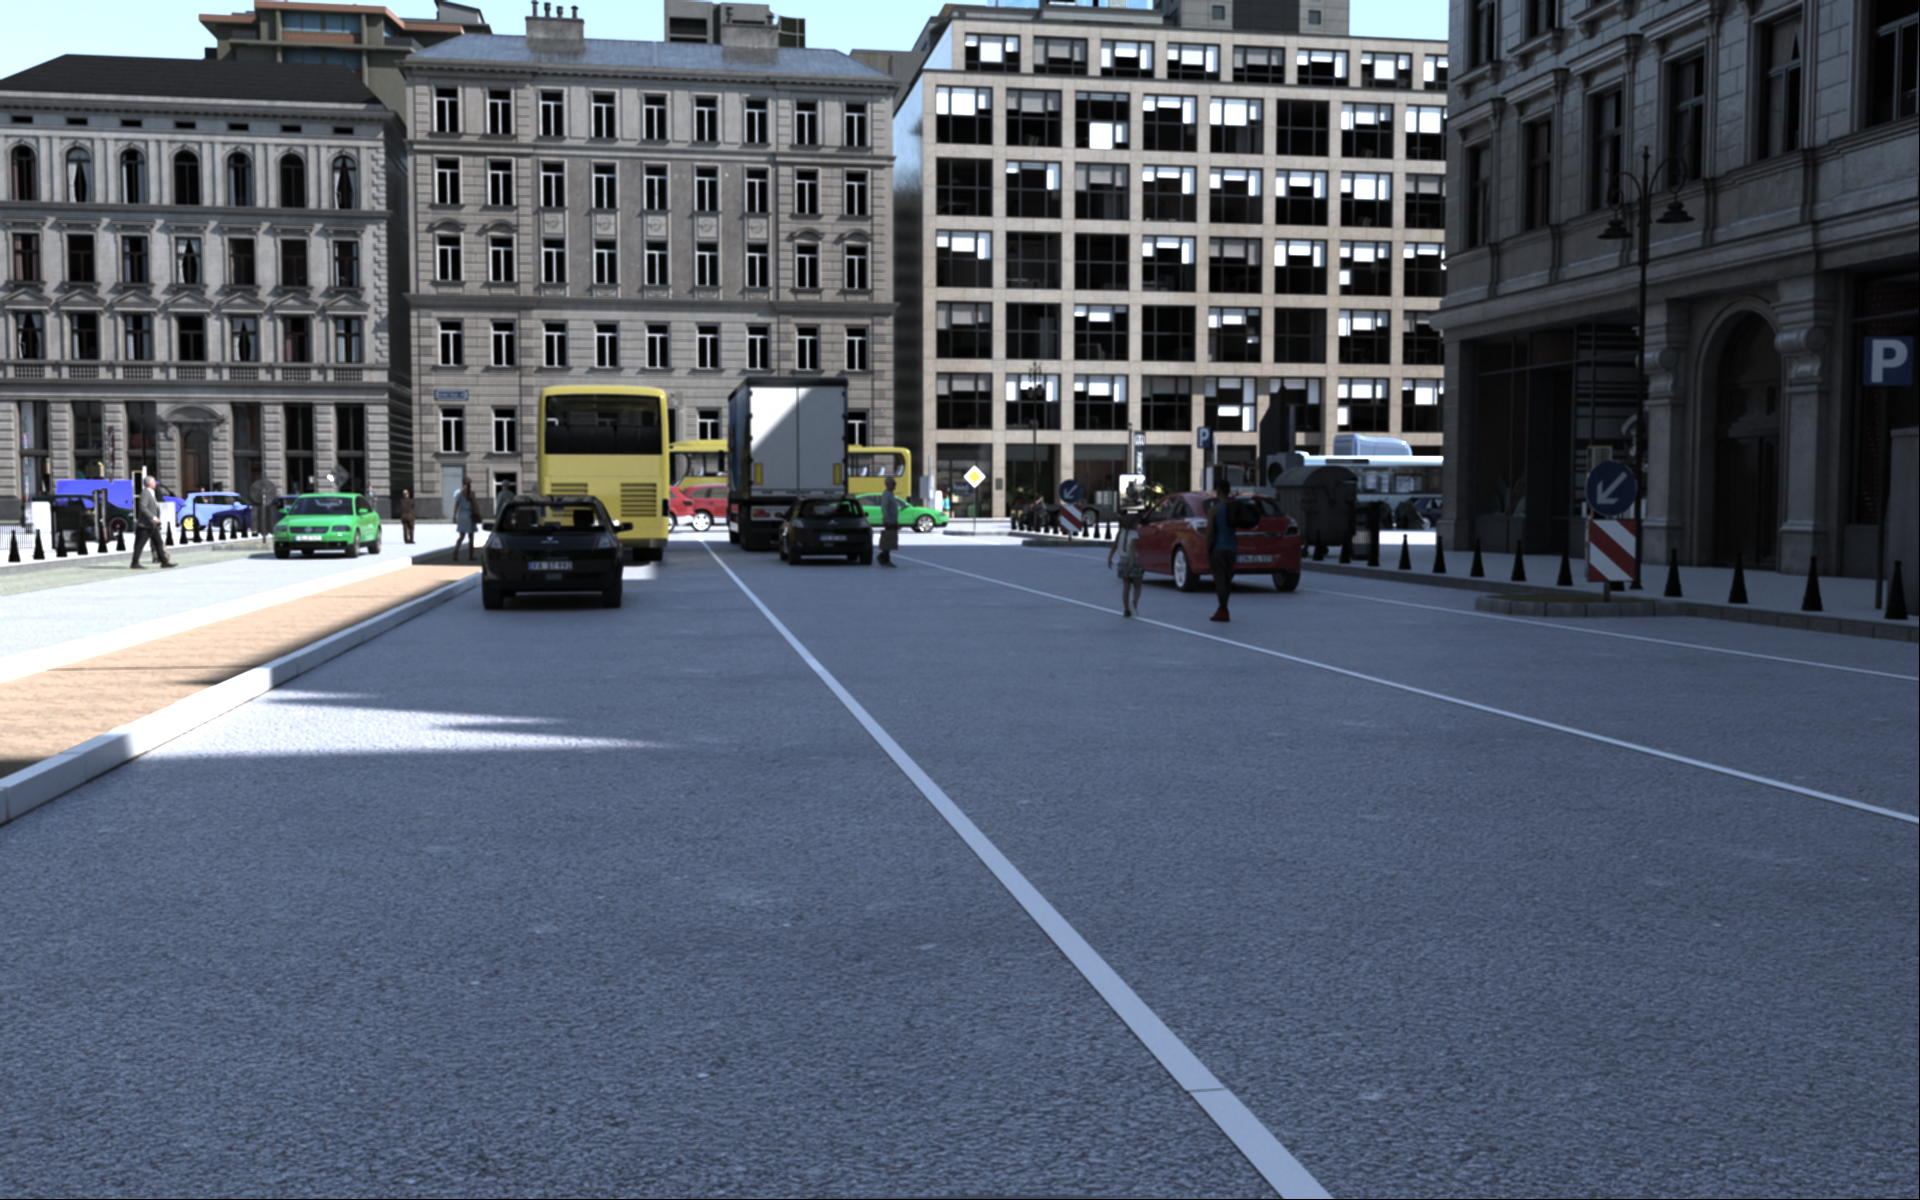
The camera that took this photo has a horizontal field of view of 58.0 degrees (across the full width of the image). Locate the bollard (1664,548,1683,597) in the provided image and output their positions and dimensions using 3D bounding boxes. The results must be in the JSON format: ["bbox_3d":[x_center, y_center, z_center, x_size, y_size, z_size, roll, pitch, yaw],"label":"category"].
[{"bbox_3d":[8.925,-0.344,21.661,0.229,0.601,0.229,0,3,0],"label":"bollard"}]

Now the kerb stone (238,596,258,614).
[{"bbox_3d":[-8.667,0.086,20.874,0.120,0.150,1.000,-1,4,-10],"label":"kerb stone"}]

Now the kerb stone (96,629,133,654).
[{"bbox_3d":[-7.782,0.398,15.804,0.120,0.150,1.000,-1,4,-10],"label":"kerb stone"}]

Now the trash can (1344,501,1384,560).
[{"bbox_3d":[7.839,-1.345,33.641,0.748,1.137,0.748,0,3,0],"label":"trash can"}]

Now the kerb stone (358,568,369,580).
[{"bbox_3d":[-10.085,-0.412,28.979,0.120,0.150,1.000,-1,4,-10],"label":"kerb stone"}]

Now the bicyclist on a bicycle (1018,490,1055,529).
[{"bbox_3d":[3.137,-3.688,70.322,1.625,1.676,1.499,-1,4,-9],"label":"bicyclist on a bicycle"}]

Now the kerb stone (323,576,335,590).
[{"bbox_3d":[-9.553,-0.229,25.945,0.120,0.150,1.000,-1,4,-10],"label":"kerb stone"}]

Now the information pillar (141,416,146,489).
[{"bbox_3d":[-24.351,-3.692,51.718,0.183,3.616,0.504,-2,4,-26],"label":"information pillar"}]

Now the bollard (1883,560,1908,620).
[{"bbox_3d":[9.607,-0.105,17.757,0.229,0.601,0.229,0,3,0],"label":"bollard"}]

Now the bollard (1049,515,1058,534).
[{"bbox_3d":[3.061,-2.404,55.349,0.229,0.601,0.229,0,3,0],"label":"bollard"}]

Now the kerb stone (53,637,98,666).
[{"bbox_3d":[-7.608,0.453,14.789,0.120,0.150,1.000,-1,4,-10],"label":"kerb stone"}]

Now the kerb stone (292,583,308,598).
[{"bbox_3d":[-9.200,-0.105,23.918,0.120,0.150,1.000,-1,4,-10],"label":"kerb stone"}]

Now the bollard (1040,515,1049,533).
[{"bbox_3d":[2.837,-2.483,56.646,0.229,0.601,0.229,0,3,0],"label":"bollard"}]

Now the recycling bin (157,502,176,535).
[{"bbox_3d":[-25.275,-2.585,54.811,0.722,1.027,0.722,-1,4,-15],"label":"recycling bin"}]

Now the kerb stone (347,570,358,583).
[{"bbox_3d":[-9.907,-0.353,27.968,0.120,0.150,1.000,-1,4,-10],"label":"kerb stone"}]

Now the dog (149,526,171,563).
[{"bbox_3d":[-16.594,-1.157,35.746,0.513,0.831,0.800,0,4,-8],"label":"dog"}]

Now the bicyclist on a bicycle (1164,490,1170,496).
[{"bbox_3d":[9.620,-4.353,81.195,1.625,1.676,1.499,-1,4,-11],"label":"bicyclist on a bicycle"}]

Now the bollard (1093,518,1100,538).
[{"bbox_3d":[3.967,-2.087,50.166,0.229,0.601,0.229,0,3,0],"label":"bollard"}]

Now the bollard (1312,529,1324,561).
[{"bbox_3d":[6.894,-1.057,33.331,0.229,0.601,0.229,0,3,0],"label":"bollard"}]

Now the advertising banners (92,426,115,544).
[{"bbox_3d":[-22.330,-2.996,45.174,0.090,3.025,2.074,-3,5,-40],"label":"advertising banners"}]

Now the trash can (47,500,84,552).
[{"bbox_3d":[-19.799,-1.634,38.372,0.748,1.137,0.748,0,3,0],"label":"trash can"}]

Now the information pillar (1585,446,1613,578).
[{"bbox_3d":[9.739,-1.341,26.415,0.304,2.012,0.304,0,4,5],"label":"information pillar"}]

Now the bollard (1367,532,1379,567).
[{"bbox_3d":[7.343,-0.900,30.749,0.229,0.601,0.229,0,3,0],"label":"bollard"}]

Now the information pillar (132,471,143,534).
[{"bbox_3d":[-26.306,-3.116,55.447,0.304,2.012,0.304,-2,4,-31],"label":"information pillar"}]

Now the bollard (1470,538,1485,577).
[{"bbox_3d":[8.023,-0.661,26.851,0.229,0.601,0.229,0,3,0],"label":"bollard"}]

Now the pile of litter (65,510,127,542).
[{"bbox_3d":[-23.603,-2.020,47.000,1.719,0.858,1.176,0,4,-6],"label":"pile of litter"}]

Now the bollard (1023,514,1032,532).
[{"bbox_3d":[2.382,-2.642,59.236,0.229,0.601,0.229,0,3,0],"label":"bollard"}]

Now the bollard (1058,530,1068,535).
[{"bbox_3d":[3.286,-2.325,54.052,0.229,0.601,0.229,0,3,0],"label":"bollard"}]

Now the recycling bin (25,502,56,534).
[{"bbox_3d":[-29.788,-2.664,56.103,0.722,1.027,0.722,-3,5,-45],"label":"recycling bin"}]

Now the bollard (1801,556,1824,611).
[{"bbox_3d":[9.381,-0.184,19.050,0.229,0.601,0.229,0,3,0],"label":"bollard"}]

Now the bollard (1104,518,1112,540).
[{"bbox_3d":[4.185,-2.008,48.874,0.229,0.601,0.229,0,3,0],"label":"bollard"}]

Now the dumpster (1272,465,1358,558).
[{"bbox_3d":[7.288,-1.819,35.499,1.264,1.857,1.865,-1,4,-10],"label":"dumpster"}]

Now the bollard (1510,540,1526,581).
[{"bbox_3d":[8.247,-0.582,25.560,0.229,0.601,0.229,0,3,0],"label":"bollard"}]

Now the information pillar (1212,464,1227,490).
[{"bbox_3d":[6.439,-2.353,42.964,0.304,2.012,0.304,2,4,24],"label":"information pillar"}]

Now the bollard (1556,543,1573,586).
[{"bbox_3d":[8.472,-0.502,24.243,0.229,0.601,0.229,0,3,0],"label":"bollard"}]

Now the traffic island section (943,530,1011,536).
[{"bbox_3d":[0.528,-2.350,60.700,2.009,0.180,2.903,-1,4,-10],"label":"traffic island section"}]

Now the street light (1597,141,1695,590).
[{"bbox_3d":[9.109,-3.081,23.165,0.468,5.910,1.993,-1,4,-10],"label":"street light"}]

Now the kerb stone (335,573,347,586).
[{"bbox_3d":[-9.730,-0.291,26.958,0.120,0.150,1.000,-1,4,-10],"label":"kerb stone"}]

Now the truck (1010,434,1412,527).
[{"bbox_3d":[11.646,-5.331,76.914,18.799,4.110,2.967,-1,4,-11],"label":"truck"}]

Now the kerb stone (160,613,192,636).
[{"bbox_3d":[-8.136,0.267,17.835,0.120,0.150,1.000,-1,4,-10],"label":"kerb stone"}]

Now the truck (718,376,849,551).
[{"bbox_3d":[-4.907,-3.548,46.928,2.839,4.237,11.283,-1,4,-11],"label":"truck"}]

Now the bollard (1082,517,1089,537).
[{"bbox_3d":[3.737,-2.166,51.456,0.229,0.601,0.229,0,3,0],"label":"bollard"}]

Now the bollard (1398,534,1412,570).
[{"bbox_3d":[7.570,-0.821,29.458,0.229,0.601,0.229,0,3,0],"label":"bollard"}]

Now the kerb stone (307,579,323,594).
[{"bbox_3d":[-9.375,-0.168,24.936,0.120,0.150,1.000,-1,4,-10],"label":"kerb stone"}]

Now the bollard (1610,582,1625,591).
[{"bbox_3d":[8.704,-0.423,22.953,0.229,0.601,0.229,0,3,0],"label":"bollard"}]

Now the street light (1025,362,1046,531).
[{"bbox_3d":[2.590,-5.332,59.972,0.468,5.910,1.993,-1,4,-10],"label":"street light"}]

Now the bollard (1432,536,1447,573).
[{"bbox_3d":[7.797,-0.741,28.152,0.229,0.601,0.229,0,3,0],"label":"bollard"}]

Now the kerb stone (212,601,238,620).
[{"bbox_3d":[-8.495,0.143,19.861,0.120,0.150,1.000,-1,4,-10],"label":"kerb stone"}]

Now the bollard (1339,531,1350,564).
[{"bbox_3d":[7.121,-0.979,32.041,0.229,0.601,0.229,0,3,0],"label":"bollard"}]

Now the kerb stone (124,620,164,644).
[{"bbox_3d":[-7.966,0.329,16.824,0.120,0.150,1.000,-1,4,-10],"label":"kerb stone"}]

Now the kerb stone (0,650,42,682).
[{"bbox_3d":[-7.435,0.515,13.775,0.120,0.150,1.000,-1,4,-10],"label":"kerb stone"}]

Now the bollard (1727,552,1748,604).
[{"bbox_3d":[9.154,-0.264,20.360,0.229,0.601,0.229,0,3,0],"label":"bollard"}]

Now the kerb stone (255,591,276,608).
[{"bbox_3d":[-8.851,0.019,21.893,0.120,0.150,1.000,-1,4,-10],"label":"kerb stone"}]

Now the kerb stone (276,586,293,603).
[{"bbox_3d":[-9.019,-0.044,22.909,0.120,0.150,1.000,-1,4,-10],"label":"kerb stone"}]

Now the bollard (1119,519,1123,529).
[{"bbox_3d":[4.414,-1.928,47.566,0.229,0.601,0.229,0,3,0],"label":"bollard"}]

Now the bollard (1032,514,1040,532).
[{"bbox_3d":[2.613,-2.563,57.946,0.229,0.601,0.229,0,3,0],"label":"bollard"}]

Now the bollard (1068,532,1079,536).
[{"bbox_3d":[3.511,-2.246,52.761,0.229,0.601,0.229,0,3,0],"label":"bollard"}]

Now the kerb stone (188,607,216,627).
[{"bbox_3d":[-8.321,0.208,18.847,0.120,0.150,1.000,-1,4,-10],"label":"kerb stone"}]
